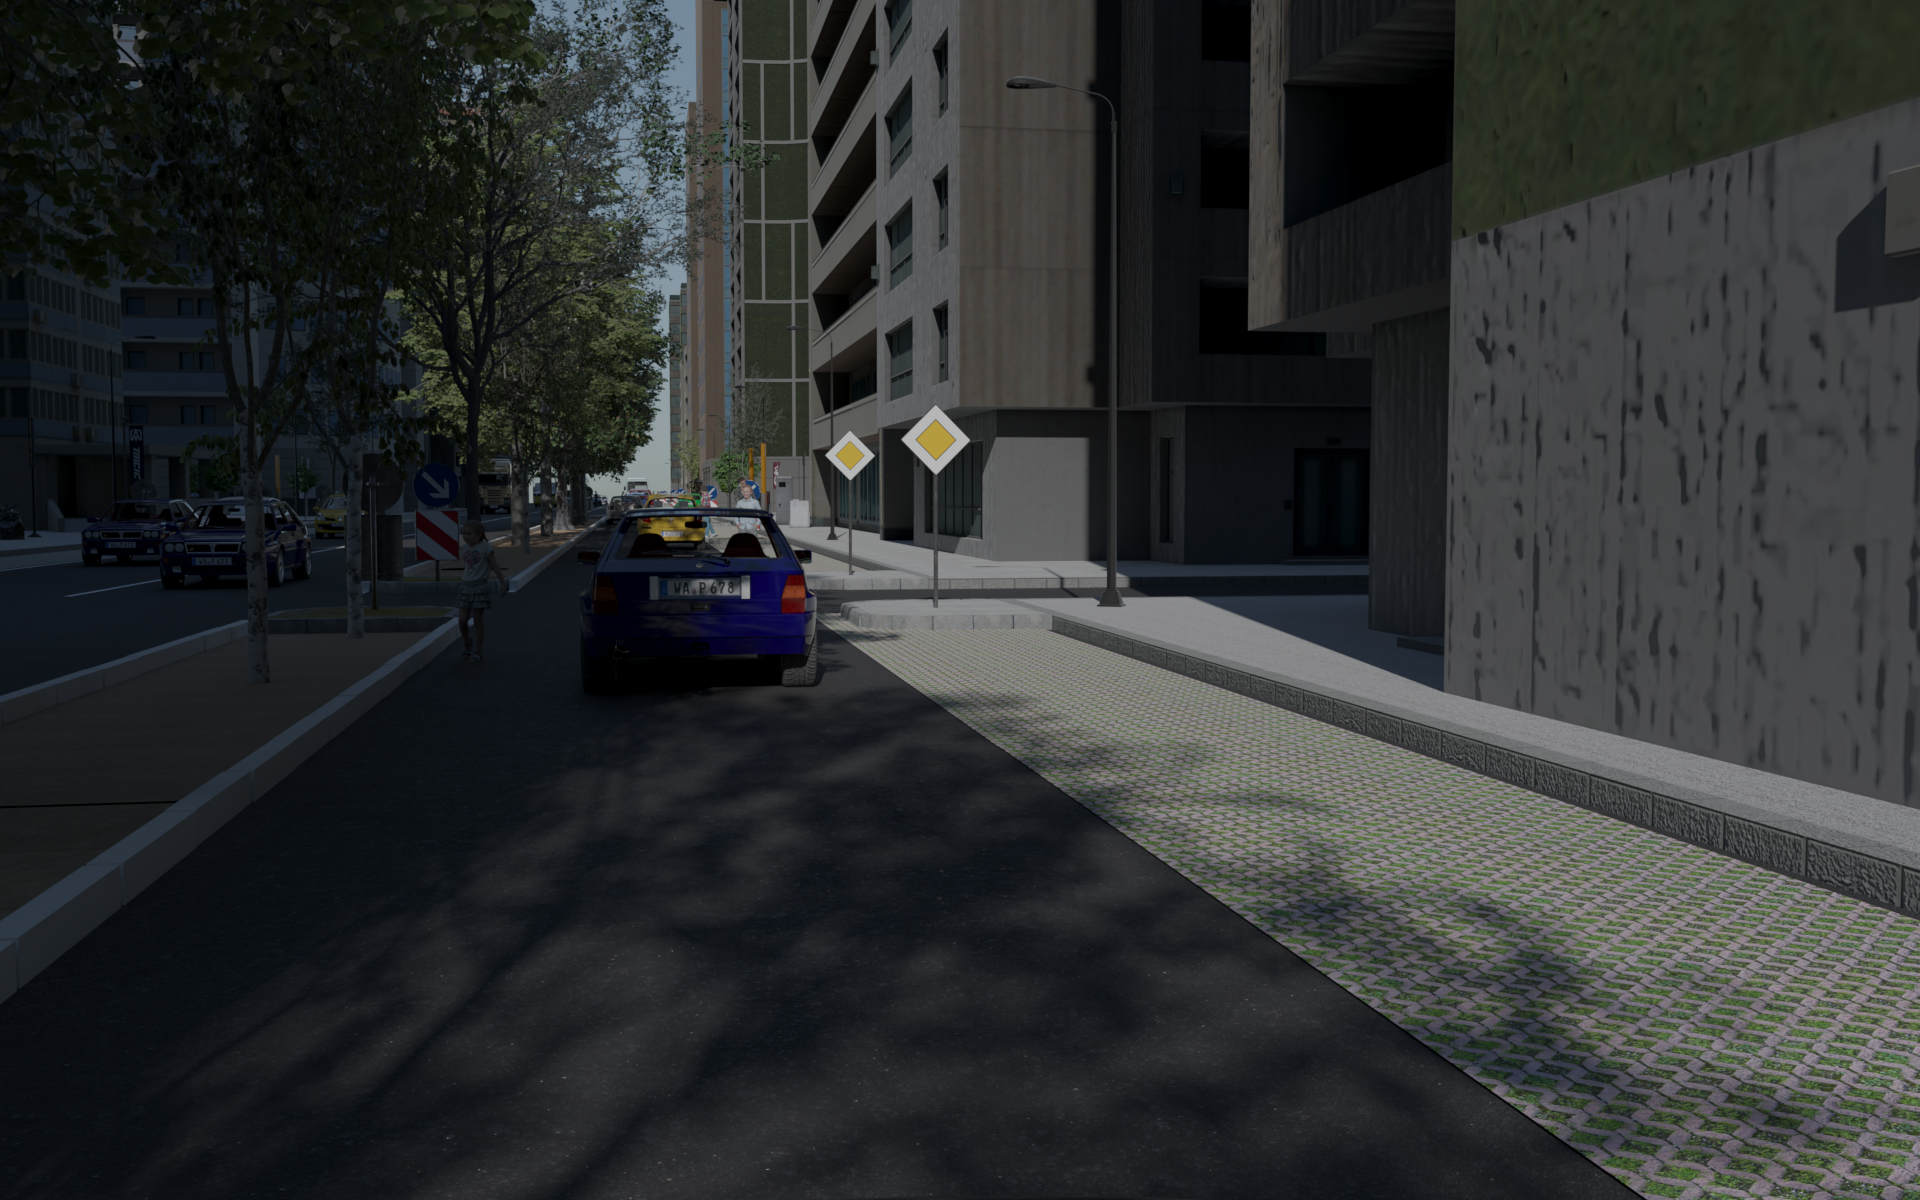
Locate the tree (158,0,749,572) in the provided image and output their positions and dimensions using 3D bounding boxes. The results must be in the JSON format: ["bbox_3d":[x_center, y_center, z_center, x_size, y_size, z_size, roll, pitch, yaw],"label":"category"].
[{"bbox_3d":[-9.134,-7.297,32.129,12.009,13.543,11.850,0,3,0],"label":"tree"}]

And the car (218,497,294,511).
[{"bbox_3d":[-18.093,-1.925,43.837,2.083,1.381,4.827,-1,4,-9],"label":"car"}]

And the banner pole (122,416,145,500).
[{"bbox_3d":[-26.536,-4.007,55.531,0.863,3.779,0.401,0,4,2],"label":"banner pole"}]

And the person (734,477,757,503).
[{"bbox_3d":[-5.237,-2.100,42.636,0.655,1.846,0.447,-2,4,-28],"label":"person"}]

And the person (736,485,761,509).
[{"bbox_3d":[-3.929,-1.333,32.099,0.589,1.601,0.330,1,4,15],"label":"person"}]

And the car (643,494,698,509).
[{"bbox_3d":[-7.559,-2.140,45.218,2.015,1.641,3.980,-1,4,-11],"label":"car"}]

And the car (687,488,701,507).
[{"bbox_3d":[-17.550,-6.334,112.357,1.959,1.807,4.718,-1,4,-12],"label":"car"}]

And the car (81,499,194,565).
[{"bbox_3d":[-16.996,-1.439,36.116,1.945,1.354,3.894,-1,4,-12],"label":"car"}]

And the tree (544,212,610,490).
[{"bbox_3d":[-10.188,-5.362,40.493,4.360,8.622,3.978,0,3,0],"label":"tree"}]

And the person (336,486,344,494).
[{"bbox_3d":[-28.809,-4.405,80.620,0.635,1.810,0.391,-1,4,-19],"label":"person"}]

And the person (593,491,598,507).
[{"bbox_3d":[-40.700,-11.311,193.511,0.705,1.814,1.350,-3,4,-37],"label":"person"}]

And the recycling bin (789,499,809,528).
[{"bbox_3d":[-6.130,-3.262,65.894,0.722,1.027,0.722,-1,4,-11],"label":"recycling bin"}]

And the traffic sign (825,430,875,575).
[{"bbox_3d":[-1.735,-1.448,27.322,0.795,2.450,0.064,-1,4,-10],"label":"traffic sign"}]

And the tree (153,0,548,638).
[{"bbox_3d":[-6.071,-3.934,17.135,4.737,8.622,4.395,0,3,0],"label":"tree"}]

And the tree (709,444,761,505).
[{"bbox_3d":[-13.920,-7.622,108.339,4.285,4.588,4.351,0,3,0],"label":"tree"}]

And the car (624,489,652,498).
[{"bbox_3d":[-23.143,-7.134,125.309,2.281,1.827,5.304,-1,4,-11],"label":"car"}]

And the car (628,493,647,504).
[{"bbox_3d":[-21.848,-6.563,116.889,1.945,1.707,3.694,-1,4,-11],"label":"car"}]

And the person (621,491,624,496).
[{"bbox_3d":[-32.130,-9.526,165.194,0.436,1.711,0.756,0,4,4],"label":"person"}]

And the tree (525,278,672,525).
[{"bbox_3d":[-17.427,-10.350,78.327,9.857,13.997,8.962,0,3,0],"label":"tree"}]

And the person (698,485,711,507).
[{"bbox_3d":[-8.283,-2.899,56.743,0.643,1.720,0.563,-1,4,-19],"label":"person"}]

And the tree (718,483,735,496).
[{"bbox_3d":[-15.232,-7.242,113.014,1.663,3.219,1.824,0,3,0],"label":"tree"}]

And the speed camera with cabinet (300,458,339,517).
[{"bbox_3d":[-35.657,-6.242,96.400,2.038,3.252,0.660,-3,5,-45],"label":"speed camera with cabinet"}]

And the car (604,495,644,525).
[{"bbox_3d":[-15.931,-4.301,82.689,2.083,1.381,4.827,-1,4,-10],"label":"car"}]

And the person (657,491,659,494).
[{"bbox_3d":[-29.900,-9.957,171.823,1.217,1.766,0.721,1,4,18],"label":"person"}]

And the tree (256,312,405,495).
[{"bbox_3d":[-31.858,-9.348,87.252,8.767,10.594,7.601,0,4,5],"label":"tree"}]

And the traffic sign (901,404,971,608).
[{"bbox_3d":[-0.276,-0.968,19.471,0.795,2.450,0.064,-1,4,-10],"label":"traffic sign"}]

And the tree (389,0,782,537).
[{"bbox_3d":[-12.526,-12.148,56.961,12.611,20.169,13.585,0,3,0],"label":"tree"}]

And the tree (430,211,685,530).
[{"bbox_3d":[-15.676,-9.086,68.021,9.611,12.733,9.660,0,3,0],"label":"tree"}]

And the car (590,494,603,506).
[{"bbox_3d":[-44.257,-12.228,209.716,2.009,1.686,4.222,-1,4,-10],"label":"car"}]

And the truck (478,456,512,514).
[{"bbox_3d":[-34.235,-8.536,128.480,2.839,4.237,11.283,-1,4,-11],"label":"truck"}]

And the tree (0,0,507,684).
[{"bbox_3d":[-5.227,-3.655,12.572,4.360,8.622,3.978,0,3,0],"label":"tree"}]

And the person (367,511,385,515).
[{"bbox_3d":[-10.397,-1.361,30.933,0.473,1.802,0.592,0,4,2],"label":"person"}]

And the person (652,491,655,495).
[{"bbox_3d":[-40.568,-13.501,229.252,1.348,1.823,0.705,0,4,-6],"label":"person"}]

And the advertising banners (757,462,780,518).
[{"bbox_3d":[-10.491,-5.966,93.725,0.090,3.025,2.074,3,5,43],"label":"advertising banners"}]

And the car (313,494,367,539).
[{"bbox_3d":[-20.194,-2.871,57.162,2.015,1.641,3.980,-1,4,-12],"label":"car"}]

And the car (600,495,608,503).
[{"bbox_3d":[-50.794,-14.232,245.277,1.945,1.354,3.894,-1,4,-12],"label":"car"}]

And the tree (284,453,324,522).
[{"bbox_3d":[-30.822,-5.289,81.070,1.663,3.219,1.824,0,3,0],"label":"tree"}]

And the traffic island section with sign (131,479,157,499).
[{"bbox_3d":[-21.926,-2.308,46.367,1.989,1.847,2.006,-1,4,-10],"label":"traffic island section with sign"}]

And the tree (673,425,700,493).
[{"bbox_3d":[-28.357,-14.273,183.723,4.737,8.622,4.395,0,3,0],"label":"tree"}]

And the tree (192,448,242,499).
[{"bbox_3d":[-28.020,-4.361,65.908,1.663,3.219,1.824,0,3,0],"label":"tree"}]

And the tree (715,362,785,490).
[{"bbox_3d":[-11.961,-8.988,97.309,4.360,8.622,3.978,0,3,0],"label":"tree"}]

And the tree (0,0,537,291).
[{"bbox_3d":[-4.166,-5.225,6.010,7.486,12.596,7.792,0,3,0],"label":"tree"}]

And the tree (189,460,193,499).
[{"bbox_3d":[-37.775,-5.552,85.383,1.663,3.219,1.824,0,3,0],"label":"tree"}]

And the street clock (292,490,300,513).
[{"bbox_3d":[-31.633,-4.769,82.536,0.471,2.002,0.358,-2,4,-34],"label":"street clock"}]

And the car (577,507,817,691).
[{"bbox_3d":[-2.136,-0.090,14.059,1.945,1.354,3.894,-1,4,-9],"label":"car"}]

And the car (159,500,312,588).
[{"bbox_3d":[-11.575,-0.931,27.799,1.945,1.354,3.894,-1,4,-11],"label":"car"}]

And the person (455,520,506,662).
[{"bbox_3d":[-4.106,-0.085,14.898,0.505,1.210,0.382,1,4,15],"label":"person"}]
